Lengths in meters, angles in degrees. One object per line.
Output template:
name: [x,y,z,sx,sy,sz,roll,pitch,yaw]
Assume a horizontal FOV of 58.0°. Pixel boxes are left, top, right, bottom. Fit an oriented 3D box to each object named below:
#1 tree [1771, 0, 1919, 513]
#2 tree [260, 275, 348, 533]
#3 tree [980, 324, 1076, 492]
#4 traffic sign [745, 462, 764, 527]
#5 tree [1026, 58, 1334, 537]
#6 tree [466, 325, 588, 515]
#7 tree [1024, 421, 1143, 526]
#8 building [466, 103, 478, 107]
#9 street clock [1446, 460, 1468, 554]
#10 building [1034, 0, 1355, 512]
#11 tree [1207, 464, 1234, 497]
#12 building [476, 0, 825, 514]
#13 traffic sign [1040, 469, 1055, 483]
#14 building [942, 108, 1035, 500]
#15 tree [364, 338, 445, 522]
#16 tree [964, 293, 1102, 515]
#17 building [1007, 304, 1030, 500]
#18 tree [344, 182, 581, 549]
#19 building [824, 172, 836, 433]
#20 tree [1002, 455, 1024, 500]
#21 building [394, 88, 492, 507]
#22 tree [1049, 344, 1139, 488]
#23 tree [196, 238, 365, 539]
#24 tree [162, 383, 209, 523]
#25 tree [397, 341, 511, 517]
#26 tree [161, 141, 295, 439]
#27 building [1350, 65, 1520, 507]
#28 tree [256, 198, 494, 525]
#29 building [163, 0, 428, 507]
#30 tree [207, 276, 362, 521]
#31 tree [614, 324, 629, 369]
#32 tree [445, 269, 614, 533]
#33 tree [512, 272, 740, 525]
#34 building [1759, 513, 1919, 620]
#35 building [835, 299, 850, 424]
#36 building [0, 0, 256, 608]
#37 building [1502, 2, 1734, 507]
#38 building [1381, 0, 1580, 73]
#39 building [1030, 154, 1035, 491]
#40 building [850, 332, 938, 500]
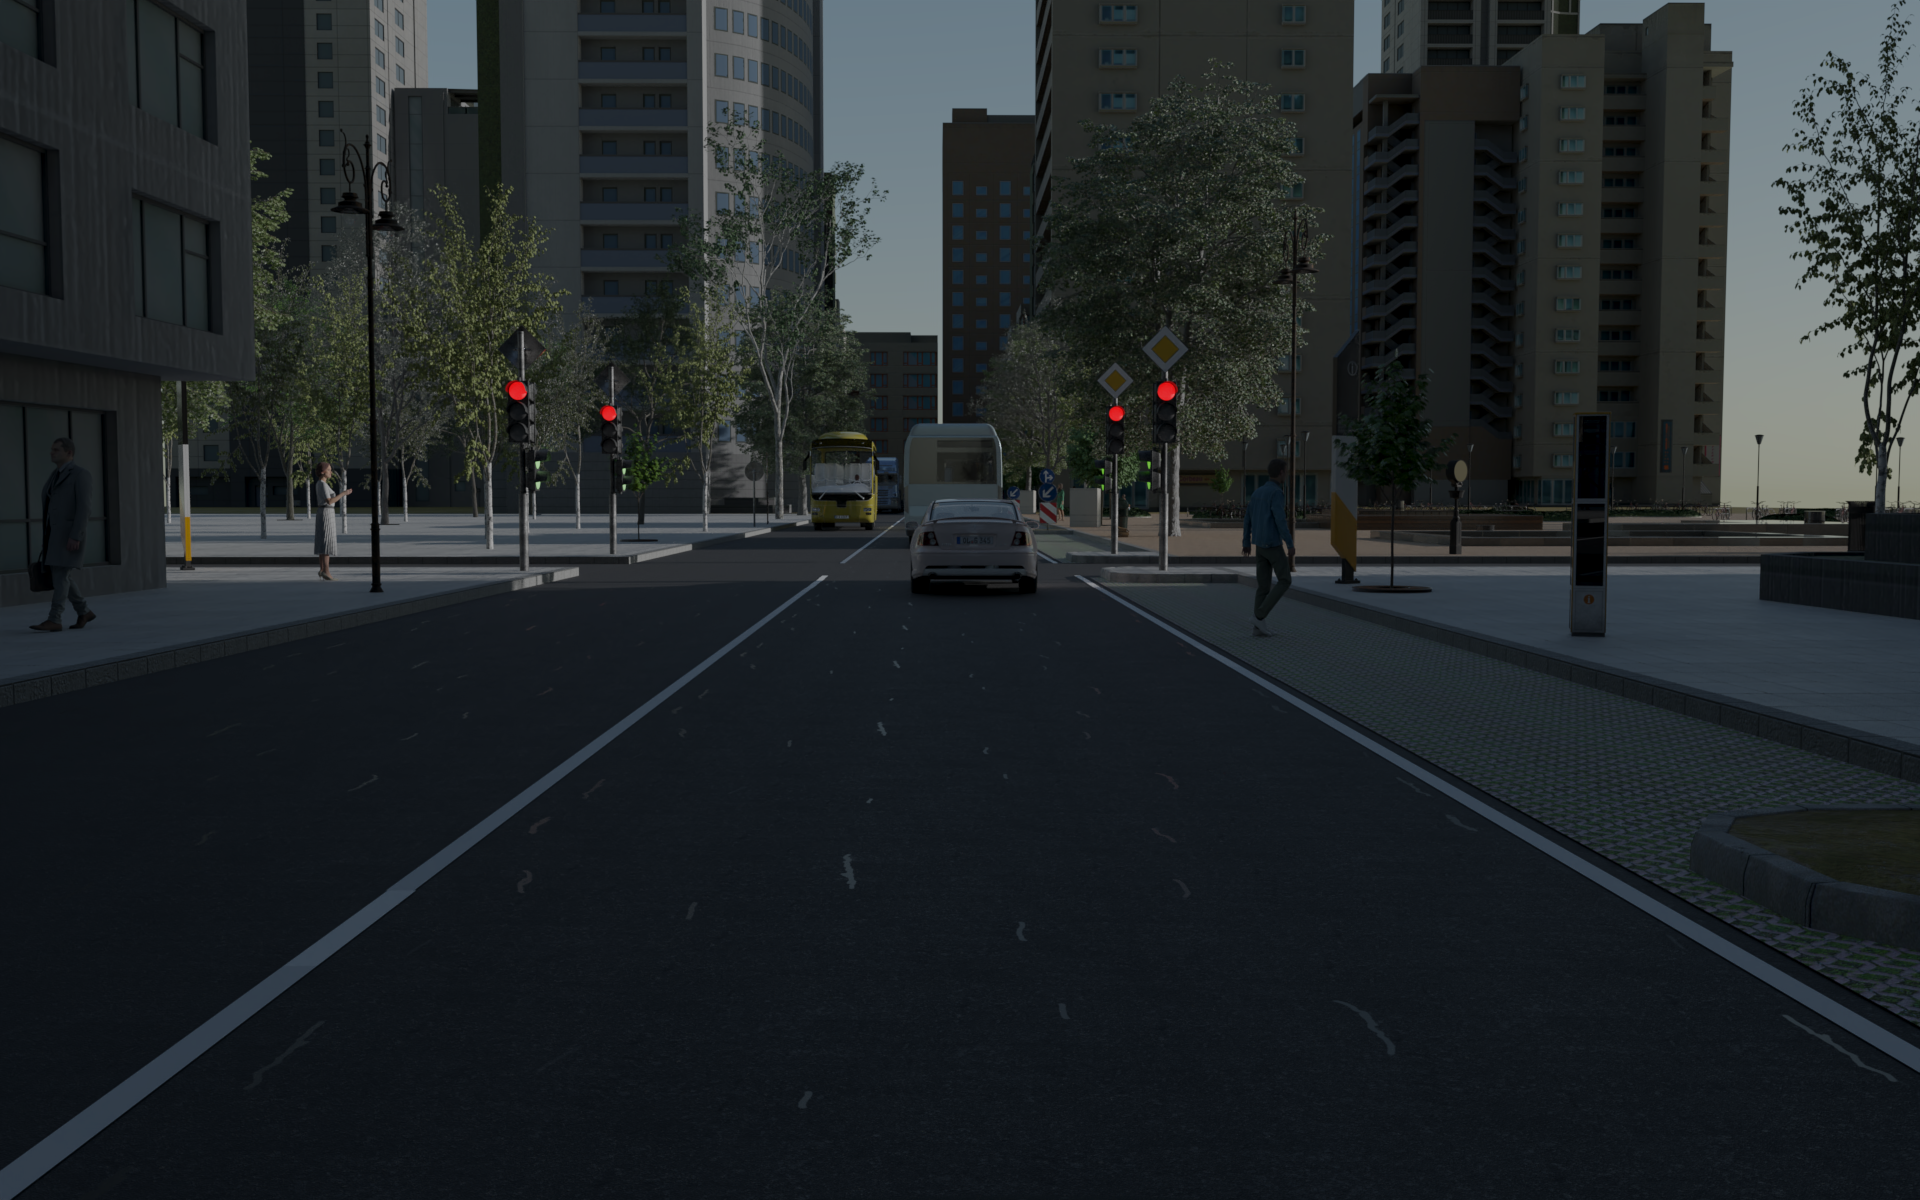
tree: [14.564,-4.673,26.773,4.737,8.622,4.395,0,3,0]
tree: [-20.213,-6.486,56.403,4.737,8.622,4.395,0,3,0]
tree: [4.974,-12.040,114.978,7.486,12.596,7.792,0,3,0]
traffic sign: [-8.046,-4.136,67.733,0.768,2.556,0.104,0,4,6]
tree: [6.347,-8.910,52.340,9.857,13.997,8.962,0,3,0]
tree: [-26.387,-11.004,105.663,9.928,11.665,9.643,0,3,0]
tree: [5.672,-5.270,69.873,4.285,4.588,4.351,0,3,0]
building: [-68.437,-35.988,208.005,30.456,49.044,23.786,0,4,-1]
street clock: [10.554,-1.974,36.839,0.471,2.002,0.358,-3,4,-37]
building: [16.920,-31.050,131.371,21.300,48.544,21.600,0,4,-1]
tree: [16.610,-7.104,110.758,1.663,3.219,1.824,0,3,0]
building: [-21.289,-35.693,125.573,21.231,58.520,28.212,0,4,-1]
traffic sign: [4.388,-5.329,87.239,0.768,2.556,0.104,0,4,5]
building: [5.033,-33.905,204.449,14.200,45.320,14.600,0,4,-1]
tree: [-25.600,-7.957,80.465,4.360,8.622,3.978,0,3,0]
tree: [5.466,-11.901,104.958,12.009,13.543,11.850,0,3,0]
building: [19.138,-19.993,171.932,27.650,21.520,28.899,0,4,-1]
tree: [-11.206,-5.489,40.101,4.737,8.622,4.395,0,3,0]
building: [-18.059,-23.077,149.004,14.160,30.474,14.107,0,4,-1]
tree: [4.562,-8.618,124.615,4.285,4.588,4.351,0,3,0]
building: [-48.711,-30.234,177.925,14.086,41.232,14.154,0,4,-1]
tree: [5.879,-7.860,78.873,4.737,8.622,4.395,0,3,0]
tree: [-20.219,-6.076,49.698,4.360,8.622,3.978,0,3,0]
tree: [-35.389,-7.729,76.739,4.737,8.622,4.395,0,3,0]
tree: [-26.810,-9.853,95.502,8.767,10.594,7.601,-1,4,-21]
tree: [-19.402,-7.511,40.926,7.486,12.596,7.792,0,3,0]
building: [47.864,-32.323,178.591,14.200,45.320,14.600,0,4,-1]
tree: [-23.671,-9.846,71.353,12.009,13.543,11.850,0,3,0]
building: [-66.022,-45.014,174.227,20.611,71.187,20.563,0,4,-1]
tree: [-32.677,-9.664,83.757,9.928,11.665,9.643,0,3,0]
tree: [-14.418,-6.953,64.038,4.360,8.622,3.978,0,3,0]
tree: [-14.126,-6.532,57.158,4.360,8.622,3.978,0,3,0]
tree: [-13.111,-8.446,72.504,7.601,10.594,8.767,1,4,12]
building: [19.496,-28.527,8.410,21.231,58.520,28.212,0,4,-1]
building: [-26.456,-20.033,172.574,28.899,21.520,27.650,0,4,-1]
building: [-16.808,-20.529,19.239,14.086,41.232,14.154,0,4,-1]
building: [65.792,-33.818,176.631,21.600,48.544,21.300,0,4,-1]
building: [62.730,-47.009,206.844,20.611,71.187,20.563,0,4,-1]
building: [12.933,-23.137,149.986,14.160,30.474,14.107,0,4,-1]
building: [-17.153,-22.413,211.496,28.899,21.520,27.650,0,4,-1]
